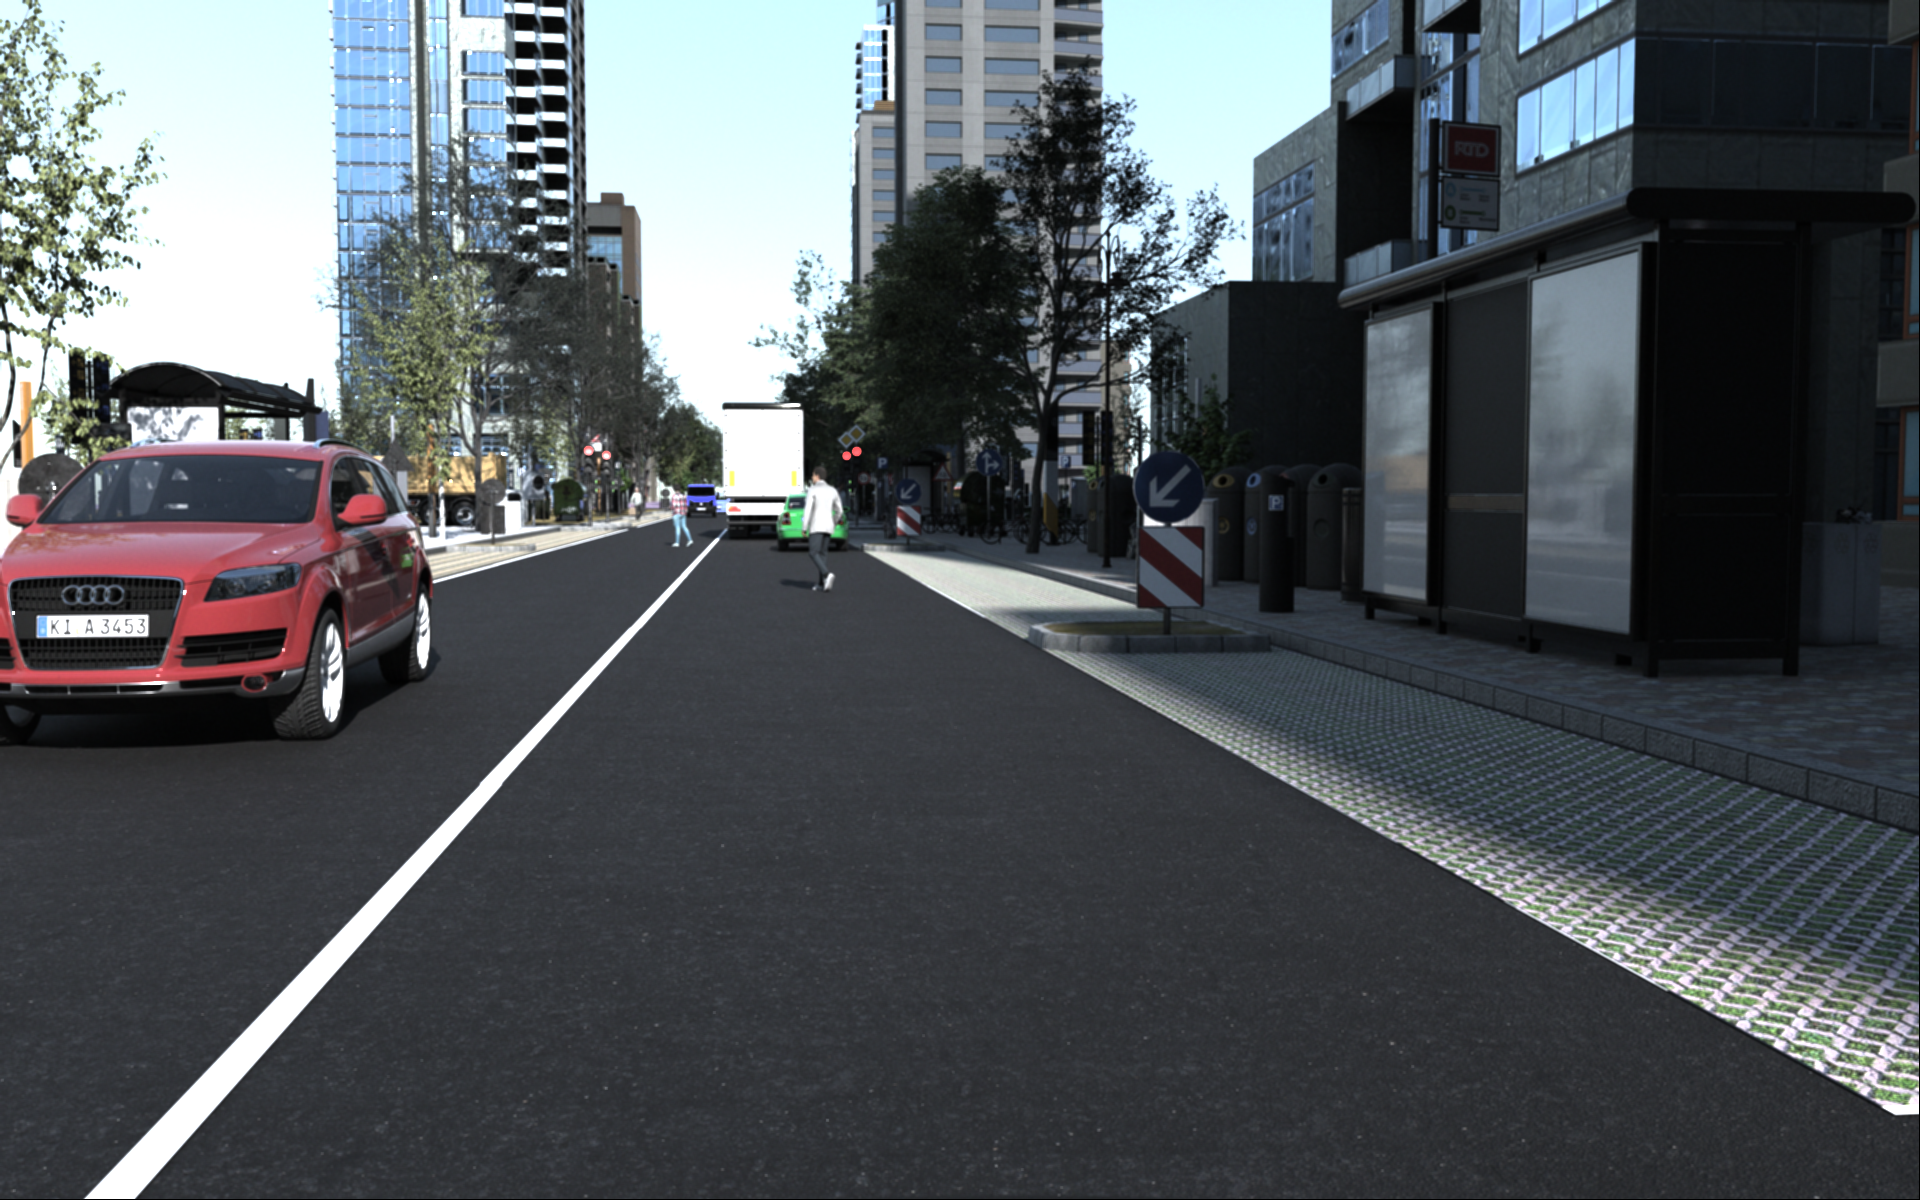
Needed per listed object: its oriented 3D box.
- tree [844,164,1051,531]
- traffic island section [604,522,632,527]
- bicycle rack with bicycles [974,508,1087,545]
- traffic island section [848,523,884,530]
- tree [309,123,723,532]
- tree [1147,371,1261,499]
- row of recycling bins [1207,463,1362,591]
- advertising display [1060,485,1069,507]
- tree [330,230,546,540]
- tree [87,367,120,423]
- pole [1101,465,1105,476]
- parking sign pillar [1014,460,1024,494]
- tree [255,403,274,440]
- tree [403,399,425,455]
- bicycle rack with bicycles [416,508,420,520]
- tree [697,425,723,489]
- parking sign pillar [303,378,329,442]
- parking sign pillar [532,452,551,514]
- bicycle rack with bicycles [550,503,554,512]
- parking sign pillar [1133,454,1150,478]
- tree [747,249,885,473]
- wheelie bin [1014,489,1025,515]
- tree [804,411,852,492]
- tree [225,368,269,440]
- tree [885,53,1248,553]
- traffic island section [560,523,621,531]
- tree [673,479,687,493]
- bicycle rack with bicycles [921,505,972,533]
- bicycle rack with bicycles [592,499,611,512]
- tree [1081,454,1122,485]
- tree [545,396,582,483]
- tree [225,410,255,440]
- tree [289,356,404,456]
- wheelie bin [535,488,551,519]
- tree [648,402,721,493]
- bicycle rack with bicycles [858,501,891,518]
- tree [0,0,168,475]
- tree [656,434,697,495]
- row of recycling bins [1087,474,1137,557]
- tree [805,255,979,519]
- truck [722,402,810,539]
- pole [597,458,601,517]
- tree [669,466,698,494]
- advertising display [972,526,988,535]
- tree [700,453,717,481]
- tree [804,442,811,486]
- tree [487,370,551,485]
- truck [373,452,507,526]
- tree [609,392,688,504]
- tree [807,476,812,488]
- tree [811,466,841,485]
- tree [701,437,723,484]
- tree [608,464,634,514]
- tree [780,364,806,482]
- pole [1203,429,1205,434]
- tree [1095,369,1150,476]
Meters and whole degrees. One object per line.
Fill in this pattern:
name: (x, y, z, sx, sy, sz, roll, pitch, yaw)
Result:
tree: (-0.332, -8.704, 60.438, 7.486, 12.596, 7.792, 0, 3, 0)
traffic island section: (-15.515, -3.298, 76.205, 2.009, 0.180, 2.903, 0, 4, -7)
bicycle rack with bicycles: (2.265, -1.933, 44.990, 2.925, 0.926, 2.852, 1, 4, 22)
traffic island section: (-4.123, -2.887, 69.479, 2.009, 0.180, 2.903, 0, 4, -7)
tree: (-16.454, -9.063, 58.544, 12.009, 13.543, 11.850, 0, 3, 0)
tree: (4.001, -2.003, 27.349, 1.663, 3.219, 1.824, 0, 3, 0)
row of recycling bins: (4.643, -1.070, 24.615, 1.069, 1.692, 3.534, -1, 4, -22)
advertising display: (7.210, -6.983, 119.393, 0.123, 1.923, 0.974, 3, 4, 37)
tree: (-14.492, -5.940, 47.486, 4.737, 8.622, 4.395, 0, 3, 0)
tree: (-47.080, -8.995, 97.432, 4.360, 8.622, 3.978, 0, 3, 0)
pole: (4.196, -3.457, 50.367, 0.158, 3.312, 0.155, 0, 3, 0)
parking sign pillar: (4.557, -8.928, 134.450, 1.447, 3.967, 1.447, -1, 4, -19)
tree: (-50.557, -10.889, 128.398, 4.360, 8.622, 3.978, 0, 3, 0)
tree: (-32.290, -9.023, 97.895, 4.360, 8.622, 3.978, 0, 3, 0)
bicycle rack with bicycles: (-26.876, -4.420, 85.642, 2.852, 0.926, 2.925, 2, 4, 35)
tree: (-44.537, -24.623, 309.245, 9.857, 13.997, 8.962, 0, 3, 0)
parking sign pillar: (-15.226, -3.209, 40.938, 1.447, 3.967, 1.447, -2, 4, -26)
parking sign pillar: (-26.761, -7.441, 110.140, 1.447, 3.967, 1.447, 0, 4, 8)
bicycle rack with bicycles: (-30.936, -6.818, 124.848, 2.925, 0.926, 2.852, 0, 4, 5)
parking sign pillar: (13.167, -8.359, 125.134, 1.447, 3.967, 1.447, 1, 4, 19)
tree: (-9.769, -17.090, 135.315, 12.611, 20.169, 13.585, 0, 3, 0)
wheelie bin: (3.639, -6.044, 106.730, 0.693, 1.594, 0.980, -1, 4, -17)
tree: (-10.537, -11.901, 144.937, 4.737, 8.622, 4.395, 0, 3, 0)
tree: (-42.900, -9.270, 101.921, 4.737, 8.622, 4.395, 0, 3, 0)
tree: (1.817, -6.279, 37.071, 7.601, 10.594, 8.767, 3, 5, 41)
traffic island section: (-14.595, -2.813, 68.273, 2.009, 0.180, 2.903, 0, 4, -7)
tree: (-30.887, -11.946, 189.915, 1.663, 3.219, 1.824, 0, 3, 0)
bicycle rack with bicycles: (0.077, -2.702, 57.562, 2.925, 0.926, 2.852, 0, 4, -6)
bicycle rack with bicycles: (-25.956, -6.875, 125.785, 2.852, 0.926, 2.925, 0, 4, -5)
tree: (11.359, -9.465, 138.458, 4.285, 4.588, 4.351, 0, 3, 0)
tree: (-28.071, -10.376, 120.006, 4.737, 8.622, 4.395, 0, 3, 0)
tree: (-47.377, -9.648, 108.114, 4.360, 8.622, 3.978, 0, 3, 0)
tree: (-32.097, -8.521, 89.679, 4.360, 8.622, 3.978, 0, 3, 0)
wheelie bin: (-21.134, -4.880, 87.697, 0.693, 1.594, 0.980, -3, 5, -44)
tree: (-34.044, -18.065, 212.367, 9.611, 12.733, 9.660, 0, 3, 0)
bicycle rack with bicycles: (-3.934, -4.930, 93.982, 2.852, 0.926, 2.925, -2, 4, -32)
tree: (-12.000, -4.348, 21.452, 4.737, 8.622, 4.395, 0, 3, 0)
tree: (-30.344, -14.297, 184.117, 4.737, 8.622, 4.395, 0, 3, 0)
row of recycling bins: (3.298, -1.815, 36.786, 1.069, 1.692, 3.534, 0, 4, 0)
tree: (-3.387, -11.247, 90.538, 9.857, 13.997, 8.962, 0, 3, 0)
truck: (-6.499, -4.257, 58.520, 2.839, 4.237, 11.283, 0, 4, -5)
pole: (-20.418, -6.372, 98.018, 0.158, 3.312, 0.155, 0, 3, 0)
tree: (-31.609, -13.103, 197.939, 4.285, 4.588, 4.351, 0, 3, 0)
advertising display: (0.664, -3.031, 54.769, 0.123, 1.923, 0.974, 2, 4, 35)
tree: (-40.377, -20.154, 263.927, 7.601, 10.594, 8.767, 2, 4, 27)
tree: (-27.295, -23.030, 294.668, 7.486, 12.596, 7.792, 0, 3, 0)
tree: (-25.765, -9.276, 102.030, 4.360, 8.622, 3.978, 0, 3, 0)
truck: (-23.906, -4.626, 71.562, 9.791, 3.379, 3.469, 0, 4, -5)
tree: (-26.556, -13.002, 146.992, 7.601, 10.594, 8.767, -1, 4, -10)
tree: (-18.230, -17.405, 210.328, 9.928, 11.665, 9.643, 0, 3, 0)
tree: (-13.346, -11.653, 174.241, 4.285, 4.588, 4.351, 0, 3, 0)
tree: (-43.864, -22.567, 294.720, 9.928, 11.665, 9.643, 0, 3, 0)
tree: (-22.003, -7.185, 112.080, 1.663, 3.219, 1.824, 0, 3, 0)
tree: (-11.776, -15.409, 158.594, 9.857, 13.997, 8.962, 0, 3, 0)
pole: (7.012, -3.398, 49.401, 0.158, 3.312, 0.155, 0, 3, 0)
tree: (9.560, -9.112, 99.347, 4.360, 8.622, 3.978, 0, 3, 0)
